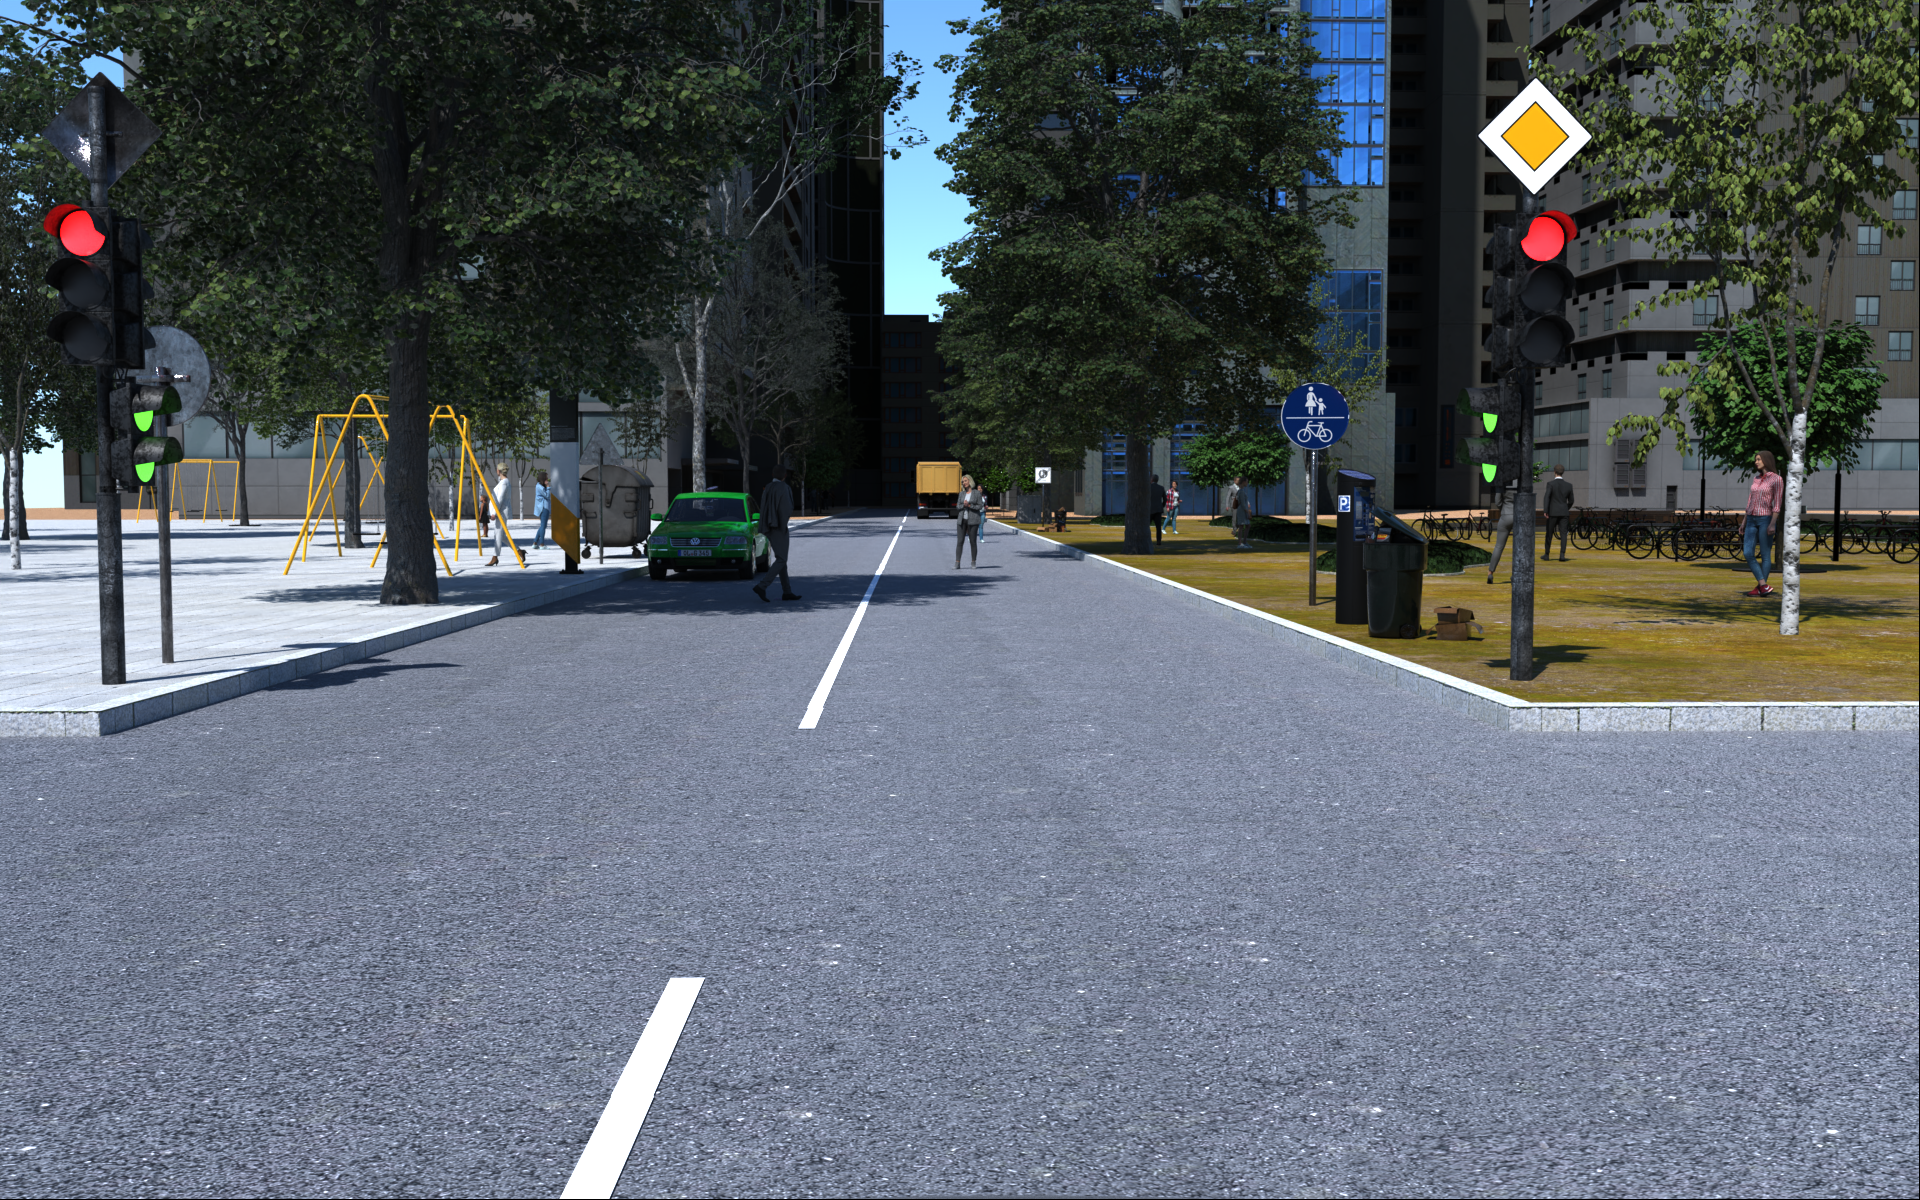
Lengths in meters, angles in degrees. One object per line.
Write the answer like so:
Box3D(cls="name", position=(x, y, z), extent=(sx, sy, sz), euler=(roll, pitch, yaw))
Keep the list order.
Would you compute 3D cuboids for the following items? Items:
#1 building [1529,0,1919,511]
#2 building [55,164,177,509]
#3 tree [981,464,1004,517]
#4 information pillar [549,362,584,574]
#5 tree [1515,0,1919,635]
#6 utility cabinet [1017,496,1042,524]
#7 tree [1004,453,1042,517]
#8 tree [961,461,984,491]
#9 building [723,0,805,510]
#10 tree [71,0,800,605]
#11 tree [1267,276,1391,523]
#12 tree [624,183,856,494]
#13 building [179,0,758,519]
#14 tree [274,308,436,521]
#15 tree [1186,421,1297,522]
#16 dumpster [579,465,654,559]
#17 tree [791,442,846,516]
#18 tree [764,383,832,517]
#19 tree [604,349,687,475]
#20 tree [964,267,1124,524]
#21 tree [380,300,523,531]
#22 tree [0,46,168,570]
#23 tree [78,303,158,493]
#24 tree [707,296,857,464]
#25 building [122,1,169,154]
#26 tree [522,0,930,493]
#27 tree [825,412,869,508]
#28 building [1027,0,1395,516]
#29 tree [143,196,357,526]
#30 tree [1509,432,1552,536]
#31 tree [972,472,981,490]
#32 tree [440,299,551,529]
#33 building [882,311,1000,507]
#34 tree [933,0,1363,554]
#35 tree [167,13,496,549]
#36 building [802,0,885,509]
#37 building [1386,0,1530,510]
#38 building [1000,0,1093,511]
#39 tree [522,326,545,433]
Box3D(cls="building", position=(61.792, -34.051, 145.980), extent=(27.495, 52.752, 28.713), euler=(0, 4, -1))
Box3D(cls="building", position=(-68.543, -23.233, 151.560), extent=(14.107, 30.474, 14.160), euler=(0, 4, -1))
Box3D(cls="tree", position=(2.300, -6.210, 96.130), extent=(1.663, 3.219, 1.824), euler=(0, 3, 0))
Box3D(cls="information pillar", position=(-6.318, -2.225, 27.735), extent=(0.504, 3.616, 0.183), euler=(1, 4, 17))
Box3D(cls="tree", position=(7.542, -4.003, 15.809), extent=(4.737, 8.622, 4.395), euler=(0, 3, 0))
Box3D(cls="utility cabinet", position=(3.036, -3.939, 75.560), extent=(1.020, 1.237, 0.306), euler=(-1, 4, -10))
Box3D(cls="tree", position=(3.298, -5.227, 80.063), extent=(1.663, 3.219, 1.824), euler=(0, 3, 0))
Box3D(cls="tree", position=(0.585, -10.925, 162.340), extent=(4.285, 4.588, 4.351), euler=(0, 3, 0))
Box3D(cls="building", position=(-22.707, -30.663, 125.048), extent=(21.300, 48.544, 21.600), euler=(0, 4, -1))
Box3D(cls="tree", position=(-6.401, -6.938, 20.089), extent=(9.857, 13.997, 8.962), euler=(0, 3, 0))
Box3D(cls="tree", position=(11.672, -6.521, 56.987), extent=(4.737, 8.622, 4.395), euler=(0, 3, 0))
Box3D(cls="tree", position=(-8.507, -9.649, 68.138), extent=(12.009, 13.543, 11.850), euler=(0, 3, 0))
Box3D(cls="building", position=(-26.449, -31.223, 99.733), extent=(28.713, 52.752, 27.495), euler=(0, 4, -1))
Box3D(cls="tree", position=(-28.646, -8.987, 81.352), extent=(7.601, 10.594, 8.767), euler=(1, 4, 14))
Box3D(cls="tree", position=(12.735, -5.508, 73.762), extent=(4.285, 4.588, 4.351), euler=(0, 3, 0))
Box3D(cls="dumpster", position=(-6.938, -1.787, 34.981), extent=(1.264, 1.857, 1.865), euler=(0, 4, -1))
Box3D(cls="tree", position=(-9.134, -7.920, 113.198), extent=(4.285, 4.588, 4.351), euler=(0, 3, 0))
Box3D(cls="tree", position=(-9.103, -8.987, 97.301), extent=(4.360, 8.622, 3.978), euler=(0, 3, 0))
Box3D(cls="tree", position=(-15.190, -8.116, 83.055), extent=(4.360, 8.622, 3.978), euler=(0, 3, 0))
Box3D(cls="tree", position=(4.054, -9.472, 72.997), extent=(7.486, 12.596, 7.792), euler=(0, 3, 0))
Box3D(cls="tree", position=(-18.000, -6.721, 60.246), extent=(4.360, 8.622, 3.978), euler=(0, 3, 0))
Box3D(cls="tree", position=(-16.009, -4.837, 29.455), extent=(4.360, 8.622, 3.978), euler=(0, 3, 0))
Box3D(cls="tree", position=(-28.465, -6.630, 58.771), extent=(4.737, 8.622, 4.395), euler=(0, 3, 0))
Box3D(cls="tree", position=(-8.290, -8.970, 81.067), extent=(7.601, 10.594, 8.767), euler=(0, 4, -7))
Box3D(cls="building", position=(-71.012, -39.112, 181.485), extent=(28.212, 58.520, 21.231), euler=(0, 4, -1))
Box3D(cls="tree", position=(-6.865, -12.065, 53.155), extent=(12.611, 20.169, 13.585), euler=(0, 3, 0))
Box3D(cls="tree", position=(-10.168, -12.464, 154.146), extent=(4.737, 8.622, 4.395), euler=(0, 3, 0))
Box3D(cls="building", position=(16.094, -49.049, 114.624), extent=(22.319, 86.520, 31.000), euler=(0, 4, -1))
Box3D(cls="tree", position=(-28.806, -9.704, 69.033), extent=(12.009, 13.543, 11.850), euler=(0, 3, 0))
Box3D(cls="tree", position=(17.319, -3.630, 53.956), extent=(1.663, 3.219, 1.824), euler=(0, 3, 0))
Box3D(cls="tree", position=(2.070, -6.691, 103.992), extent=(1.663, 3.219, 1.824), euler=(0, 3, 0))
Box3D(cls="tree", position=(-17.862, -6.985, 64.562), extent=(4.737, 8.622, 4.395), euler=(0, 3, 0))
Box3D(cls="building", position=(6.254, -20.980, 188.060), extent=(28.899, 21.520, 27.650), euler=(0, 4, -1))
Box3D(cls="tree", position=(3.754, -7.961, 36.820), extent=(9.857, 13.997, 8.962), euler=(0, 3, 0))
Box3D(cls="tree", position=(-14.725, -7.480, 40.432), extent=(7.486, 12.596, 7.792), euler=(0, 3, 0))
Box3D(cls="building", position=(-18.394, -45.487, 181.957), extent=(20.611, 71.187, 20.563), euler=(0, 4, -1))
Box3D(cls="building", position=(36.709, -32.122, 148.895), extent=(21.600, 48.544, 21.300), euler=(0, 4, -1))
Box3D(cls="building", position=(13.895, -36.906, 145.404), extent=(21.231, 58.520, 28.212), euler=(0, 4, -1))
Box3D(cls="tree", position=(-18.695, -7.327, 70.160), extent=(4.360, 8.622, 3.978), euler=(0, 3, 0))
